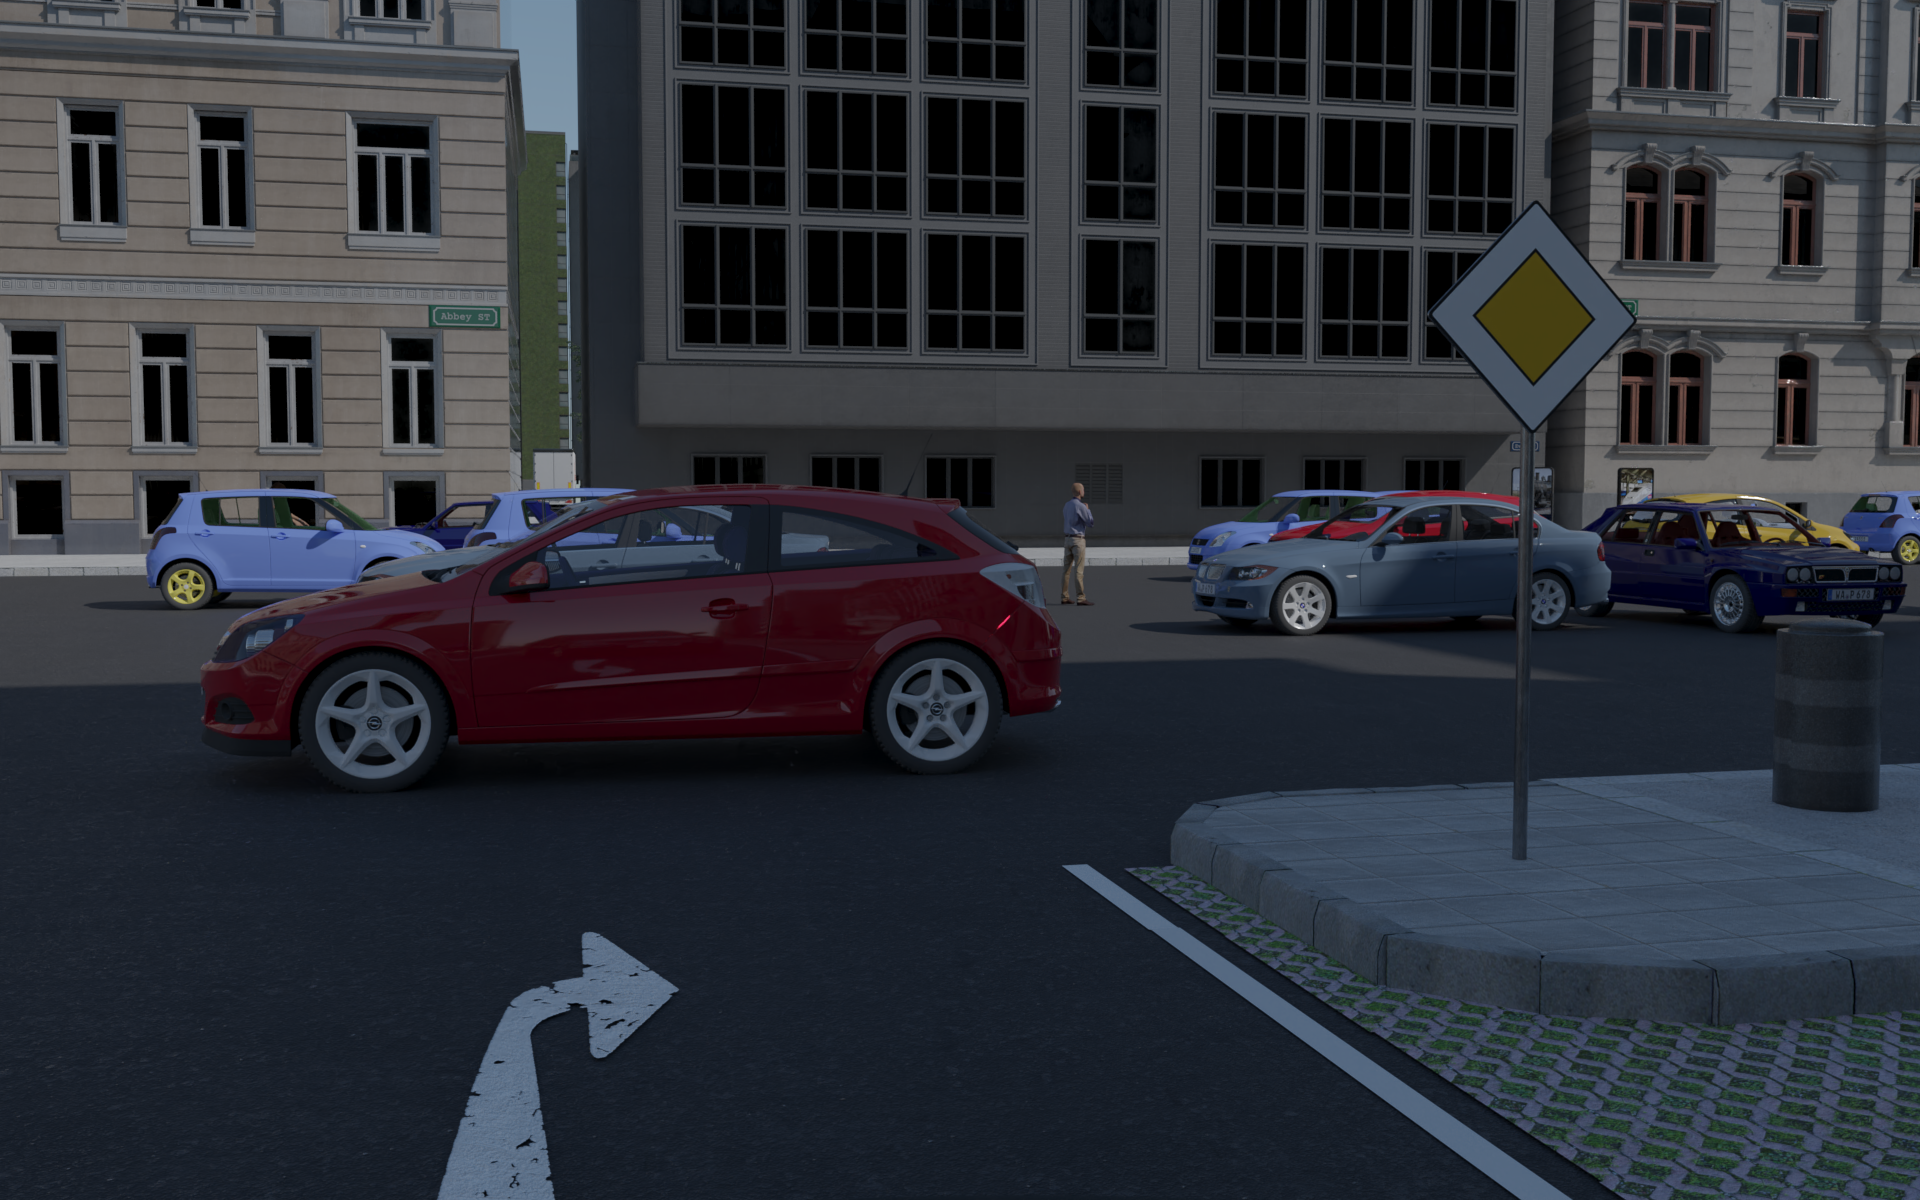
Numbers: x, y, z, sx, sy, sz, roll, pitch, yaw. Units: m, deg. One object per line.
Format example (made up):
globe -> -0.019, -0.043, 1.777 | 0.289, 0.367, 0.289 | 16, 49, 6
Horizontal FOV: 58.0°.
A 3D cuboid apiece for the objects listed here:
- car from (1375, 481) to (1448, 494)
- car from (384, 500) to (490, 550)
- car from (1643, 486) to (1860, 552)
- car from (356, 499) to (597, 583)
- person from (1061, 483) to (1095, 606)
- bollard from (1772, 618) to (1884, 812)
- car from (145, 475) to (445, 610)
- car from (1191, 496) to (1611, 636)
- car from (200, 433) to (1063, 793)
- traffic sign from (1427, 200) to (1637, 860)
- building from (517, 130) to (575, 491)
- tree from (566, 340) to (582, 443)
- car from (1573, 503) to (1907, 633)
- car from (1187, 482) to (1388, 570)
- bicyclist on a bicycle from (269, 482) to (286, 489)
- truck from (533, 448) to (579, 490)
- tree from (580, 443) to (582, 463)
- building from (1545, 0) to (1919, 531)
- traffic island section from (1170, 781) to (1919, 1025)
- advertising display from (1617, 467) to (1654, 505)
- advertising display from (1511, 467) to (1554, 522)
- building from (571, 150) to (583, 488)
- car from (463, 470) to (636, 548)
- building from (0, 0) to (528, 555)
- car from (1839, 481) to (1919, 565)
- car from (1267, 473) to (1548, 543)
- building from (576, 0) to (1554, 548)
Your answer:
car -> 8.516, -1.521, 34.458 | 3.694, 1.707, 1.945 | -1, 4, -14
car -> -8.639, -1.100, 30.572 | 3.894, 1.354, 1.945 | -1, 4, -12
car -> 12.961, -1.137, 28.812 | 3.980, 1.641, 2.015 | -1, 4, -14
car -> -3.421, -0.273, 16.469 | 4.499, 1.417, 2.014 | -1, 4, -12
person -> 1.504, -0.721, 22.354 | 0.319, 1.574, 0.516 | -2, 4, -30
bollard -> 3.583, 0.463, 7.152 | 0.404, 0.777, 0.398 | 0, 3, 0
car -> -8.457, -0.780, 22.352 | 3.694, 1.707, 1.945 | -1, 4, -13
car -> 4.704, -0.405, 18.618 | 4.499, 1.417, 2.014 | -1, 4, -14
car -> -1.699, -0.019, 9.343 | 4.494, 1.783, 2.155 | -1, 4, -11
traffic sign -> 1.965, -0.146, 6.027 | 0.795, 2.450, 0.064 | -1, 4, -13
building -> -51.683, -31.406, 197.080 | 14.086, 41.232, 14.154 | -1, 4, -13
tree -> -17.635, -11.713, 98.163 | 9.857, 13.997, 8.962 | 0, 3, 0
car -> 8.441, -0.405, 19.199 | 1.945, 1.354, 3.894 | -1, 4, -14
car -> 5.654, -1.182, 28.917 | 3.694, 1.707, 1.945 | -1, 4, -11
bicyclist on a bicycle -> -10.734, -1.064, 27.422 | 1.625, 1.676, 1.499 | -1, 4, -12
truck -> -26.176, -7.540, 112.189 | 2.839, 4.237, 11.283 | -1, 4, -12
tree -> -31.727, -14.562, 160.141 | 6.751, 12.117, 7.091 | 0, 3, 0
building -> 25.182, -16.161, 51.621 | 23.554, 28.519, 14.401 | -1, 4, -13
traffic island section -> 1.986, 0.989, 6.109 | 2.009, 0.180, 2.903 | -1, 4, -13
advertising display -> 16.434, -2.260, 42.166 | 0.974, 1.923, 0.123 | -1, 4, -16
advertising display -> 13.663, -2.212, 41.373 | 0.974, 1.923, 0.123 | 2, 4, 30
building -> -38.042, -31.621, 200.599 | 14.086, 41.232, 14.154 | -1, 4, -13
car -> -3.746, -0.605, 19.486 | 3.694, 1.707, 1.945 | -1, 4, -13
building -> -20.782, -15.634, 41.512 | 20.117, 28.700, 13.634 | -1, 4, -13
car -> 20.223, -1.614, 35.980 | 3.694, 1.707, 1.945 | -1, 4, -13
car -> 6.725, -1.045, 26.120 | 4.494, 1.783, 2.155 | -1, 4, -14
building -> 2.076, -15.444, 46.011 | 24.014, 27.812, 14.314 | -1, 4, -13
